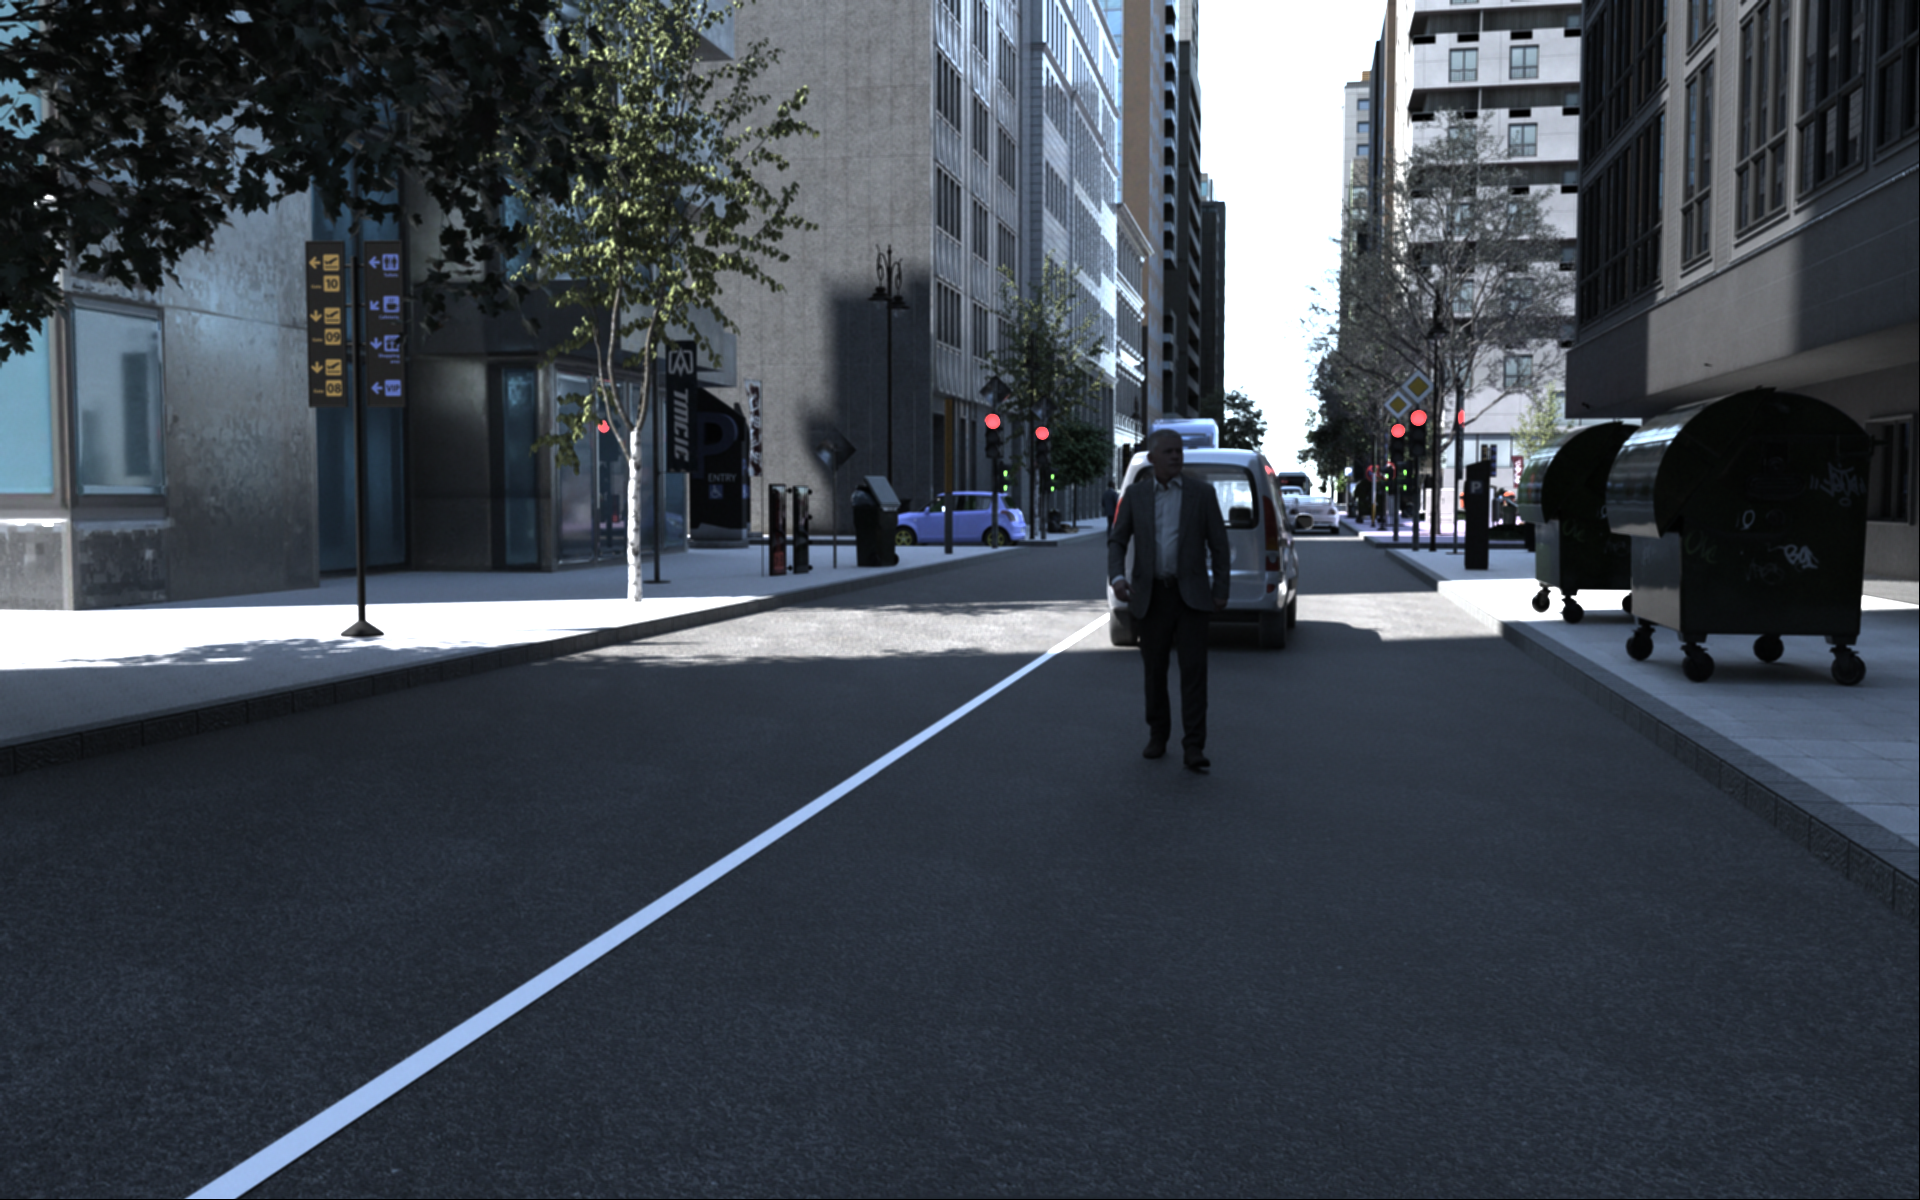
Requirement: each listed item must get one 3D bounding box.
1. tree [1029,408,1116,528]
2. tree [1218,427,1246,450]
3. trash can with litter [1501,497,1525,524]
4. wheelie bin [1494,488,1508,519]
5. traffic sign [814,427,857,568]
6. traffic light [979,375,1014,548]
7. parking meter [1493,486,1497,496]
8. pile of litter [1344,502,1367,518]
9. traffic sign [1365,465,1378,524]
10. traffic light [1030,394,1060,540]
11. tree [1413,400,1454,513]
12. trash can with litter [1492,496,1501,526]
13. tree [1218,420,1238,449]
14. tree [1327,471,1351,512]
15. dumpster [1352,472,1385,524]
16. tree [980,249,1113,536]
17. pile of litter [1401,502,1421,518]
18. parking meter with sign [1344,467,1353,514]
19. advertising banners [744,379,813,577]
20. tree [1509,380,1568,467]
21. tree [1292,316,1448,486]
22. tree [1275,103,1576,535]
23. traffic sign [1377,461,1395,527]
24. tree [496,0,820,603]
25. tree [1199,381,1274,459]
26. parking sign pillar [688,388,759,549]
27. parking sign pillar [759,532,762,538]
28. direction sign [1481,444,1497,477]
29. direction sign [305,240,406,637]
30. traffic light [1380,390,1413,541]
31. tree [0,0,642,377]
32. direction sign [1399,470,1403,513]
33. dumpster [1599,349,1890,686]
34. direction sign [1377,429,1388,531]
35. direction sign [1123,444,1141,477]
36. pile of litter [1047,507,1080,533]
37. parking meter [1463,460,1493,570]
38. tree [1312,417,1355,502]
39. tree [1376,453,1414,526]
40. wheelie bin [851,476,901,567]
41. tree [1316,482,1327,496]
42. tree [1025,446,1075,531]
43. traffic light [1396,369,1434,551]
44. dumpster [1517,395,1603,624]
[{"bbox_3d":[4.306,-5.054,66.341,4.285,4.588,4.351,0,3,0],"label":"tree"},{"bbox_3d":[28.478,-14.375,185.399,4.737,8.622,4.395,0,3,0],"label":"tree"},{"bbox_3d":[19.818,-3.075,61.664,1.055,1.170,0.624,2,4,34],"label":"trash can with litter"},{"bbox_3d":[28.143,-5.022,90.018,0.693,1.594,0.980,0,4,1],"label":"wheelie bin"},{"bbox_3d":[-2.155,-1.751,29.819,0.795,2.450,0.064,1,4,18],"label":"traffic sign"},{"bbox_3d":[0.842,-3.176,40.853,0.839,4.253,0.868,1,4,11],"label":"traffic light"},{"bbox_3d":[34.449,-6.492,111.861,0.399,1.863,0.255,3,4,36],"label":"parking meter"},{"bbox_3d":[21.246,-4.833,92.981,1.176,0.858,1.719,0,4,7],"label":"pile of litter"},{"bbox_3d":[17.872,-4.563,74.705,0.768,2.556,0.104,1,4,19],"label":"traffic sign"},{"bbox_3d":[2.370,-3.656,48.691,0.839,4.253,0.868,1,4,11],"label":"traffic light"},{"bbox_3d":[30.369,-10.041,114.534,4.360,8.622,3.978,0,3,0],"label":"tree"},{"bbox_3d":[18.545,-2.950,59.297,1.678,1.210,2.233,2,4,30],"label":"trash can with litter"},{"bbox_3d":[25.668,-13.536,171.682,4.360,8.622,3.978,0,3,0],"label":"tree"},{"bbox_3d":[27.882,-7.991,125.250,1.663,3.219,1.824,0,3,0],"label":"tree"},{"bbox_3d":[17.987,-4.489,75.893,1.502,2.255,1.985,1,4,11],"label":"dumpster"},{"bbox_3d":[2.459,-6.283,53.085,4.737,8.622,4.395,0,3,0],"label":"tree"},{"bbox_3d":[24.115,-4.763,91.847,1.719,0.858,1.176,-2,4,-24],"label":"pile of litter"},{"bbox_3d":[25.760,-7.212,114.184,0.543,3.016,1.738,2,4,24],"label":"parking meter with sign"},{"bbox_3d":[-2.858,-1.900,27.255,0.090,3.025,2.074,2,4,24],"label":"advertising banners"},{"bbox_3d":[37.166,-9.806,110.694,4.737,8.622,4.395,0,3,0],"label":"tree"},{"bbox_3d":[25.337,-11.621,107.009,9.611,12.733,9.660,0,3,0],"label":"tree"},{"bbox_3d":[15.026,-8.778,53.884,12.009,13.543,11.850,0,3,0],"label":"tree"},{"bbox_3d":[16.378,-4.061,66.510,0.768,2.556,0.104,1,4,12],"label":"traffic sign"},{"bbox_3d":[-3.799,-4.291,20.527,4.737,8.622,4.395,0,3,0],"label":"tree"},{"bbox_3d":[30.356,-17.630,194.897,9.857,13.997,8.962,0,3,0],"label":"tree"},{"bbox_3d":[-5.758,-3.225,41.198,1.447,3.967,1.447,1,4,9],"label":"parking sign pillar"},{"bbox_3d":[-6.478,-3.795,50.515,1.447,3.967,1.447,-1,4,-21],"label":"parking sign pillar"},{"bbox_3d":[24.155,-5.333,79.185,0.876,3.537,0.379,-2,4,-24],"label":"direction sign"},{"bbox_3d":[-5.415,-1.443,15.583,0.876,3.537,0.379,0,4,3],"label":"direction sign"},{"bbox_3d":[11.808,-3.545,46.874,0.839,4.253,0.868,1,4,11],"label":"traffic light"},{"bbox_3d":[-6.551,-5.642,9.259,9.611,12.733,9.660,0,3,0],"label":"tree"},{"bbox_3d":[30.139,-7.784,119.269,0.876,3.537,0.379,-1,4,-13],"label":"direction sign"},{"bbox_3d":[5.582,-0.608,12.427,1.502,2.255,1.985,1,4,11],"label":"dumpster"},{"bbox_3d":[14.880,-4.216,60.926,0.379,3.537,0.876,2,4,30],"label":"direction sign"},{"bbox_3d":[7.713,-5.248,77.808,0.876,3.537,0.379,2,4,29],"label":"direction sign"},{"bbox_3d":[3.381,-2.646,57.226,1.176,0.858,1.719,1,4,18],"label":"pile of litter"},{"bbox_3d":[8.791,-1.454,29.491,0.399,1.863,0.255,2,4,28],"label":"parking meter"},{"bbox_3d":[33.562,-12.546,155.495,4.360,8.622,3.978,0,3,0],"label":"tree"},{"bbox_3d":[17.517,-4.594,69.706,1.663,3.219,1.824,0,3,0],"label":"tree"},{"bbox_3d":[-1.524,-1.397,30.752,0.693,1.594,0.980,2,4,33],"label":"wheelie bin"},{"bbox_3d":[47.059,-14.032,224.024,1.663,3.219,1.824,0,3,0],"label":"tree"},{"bbox_3d":[3.095,-4.044,60.717,1.663,3.219,1.824,0,3,0],"label":"tree"},{"bbox_3d":[10.279,-3.065,39.036,0.839,4.253,0.868,1,4,11],"label":"traffic light"},{"bbox_3d":[6.614,-0.934,17.765,1.502,2.255,1.985,1,4,11],"label":"dumpster"}]
